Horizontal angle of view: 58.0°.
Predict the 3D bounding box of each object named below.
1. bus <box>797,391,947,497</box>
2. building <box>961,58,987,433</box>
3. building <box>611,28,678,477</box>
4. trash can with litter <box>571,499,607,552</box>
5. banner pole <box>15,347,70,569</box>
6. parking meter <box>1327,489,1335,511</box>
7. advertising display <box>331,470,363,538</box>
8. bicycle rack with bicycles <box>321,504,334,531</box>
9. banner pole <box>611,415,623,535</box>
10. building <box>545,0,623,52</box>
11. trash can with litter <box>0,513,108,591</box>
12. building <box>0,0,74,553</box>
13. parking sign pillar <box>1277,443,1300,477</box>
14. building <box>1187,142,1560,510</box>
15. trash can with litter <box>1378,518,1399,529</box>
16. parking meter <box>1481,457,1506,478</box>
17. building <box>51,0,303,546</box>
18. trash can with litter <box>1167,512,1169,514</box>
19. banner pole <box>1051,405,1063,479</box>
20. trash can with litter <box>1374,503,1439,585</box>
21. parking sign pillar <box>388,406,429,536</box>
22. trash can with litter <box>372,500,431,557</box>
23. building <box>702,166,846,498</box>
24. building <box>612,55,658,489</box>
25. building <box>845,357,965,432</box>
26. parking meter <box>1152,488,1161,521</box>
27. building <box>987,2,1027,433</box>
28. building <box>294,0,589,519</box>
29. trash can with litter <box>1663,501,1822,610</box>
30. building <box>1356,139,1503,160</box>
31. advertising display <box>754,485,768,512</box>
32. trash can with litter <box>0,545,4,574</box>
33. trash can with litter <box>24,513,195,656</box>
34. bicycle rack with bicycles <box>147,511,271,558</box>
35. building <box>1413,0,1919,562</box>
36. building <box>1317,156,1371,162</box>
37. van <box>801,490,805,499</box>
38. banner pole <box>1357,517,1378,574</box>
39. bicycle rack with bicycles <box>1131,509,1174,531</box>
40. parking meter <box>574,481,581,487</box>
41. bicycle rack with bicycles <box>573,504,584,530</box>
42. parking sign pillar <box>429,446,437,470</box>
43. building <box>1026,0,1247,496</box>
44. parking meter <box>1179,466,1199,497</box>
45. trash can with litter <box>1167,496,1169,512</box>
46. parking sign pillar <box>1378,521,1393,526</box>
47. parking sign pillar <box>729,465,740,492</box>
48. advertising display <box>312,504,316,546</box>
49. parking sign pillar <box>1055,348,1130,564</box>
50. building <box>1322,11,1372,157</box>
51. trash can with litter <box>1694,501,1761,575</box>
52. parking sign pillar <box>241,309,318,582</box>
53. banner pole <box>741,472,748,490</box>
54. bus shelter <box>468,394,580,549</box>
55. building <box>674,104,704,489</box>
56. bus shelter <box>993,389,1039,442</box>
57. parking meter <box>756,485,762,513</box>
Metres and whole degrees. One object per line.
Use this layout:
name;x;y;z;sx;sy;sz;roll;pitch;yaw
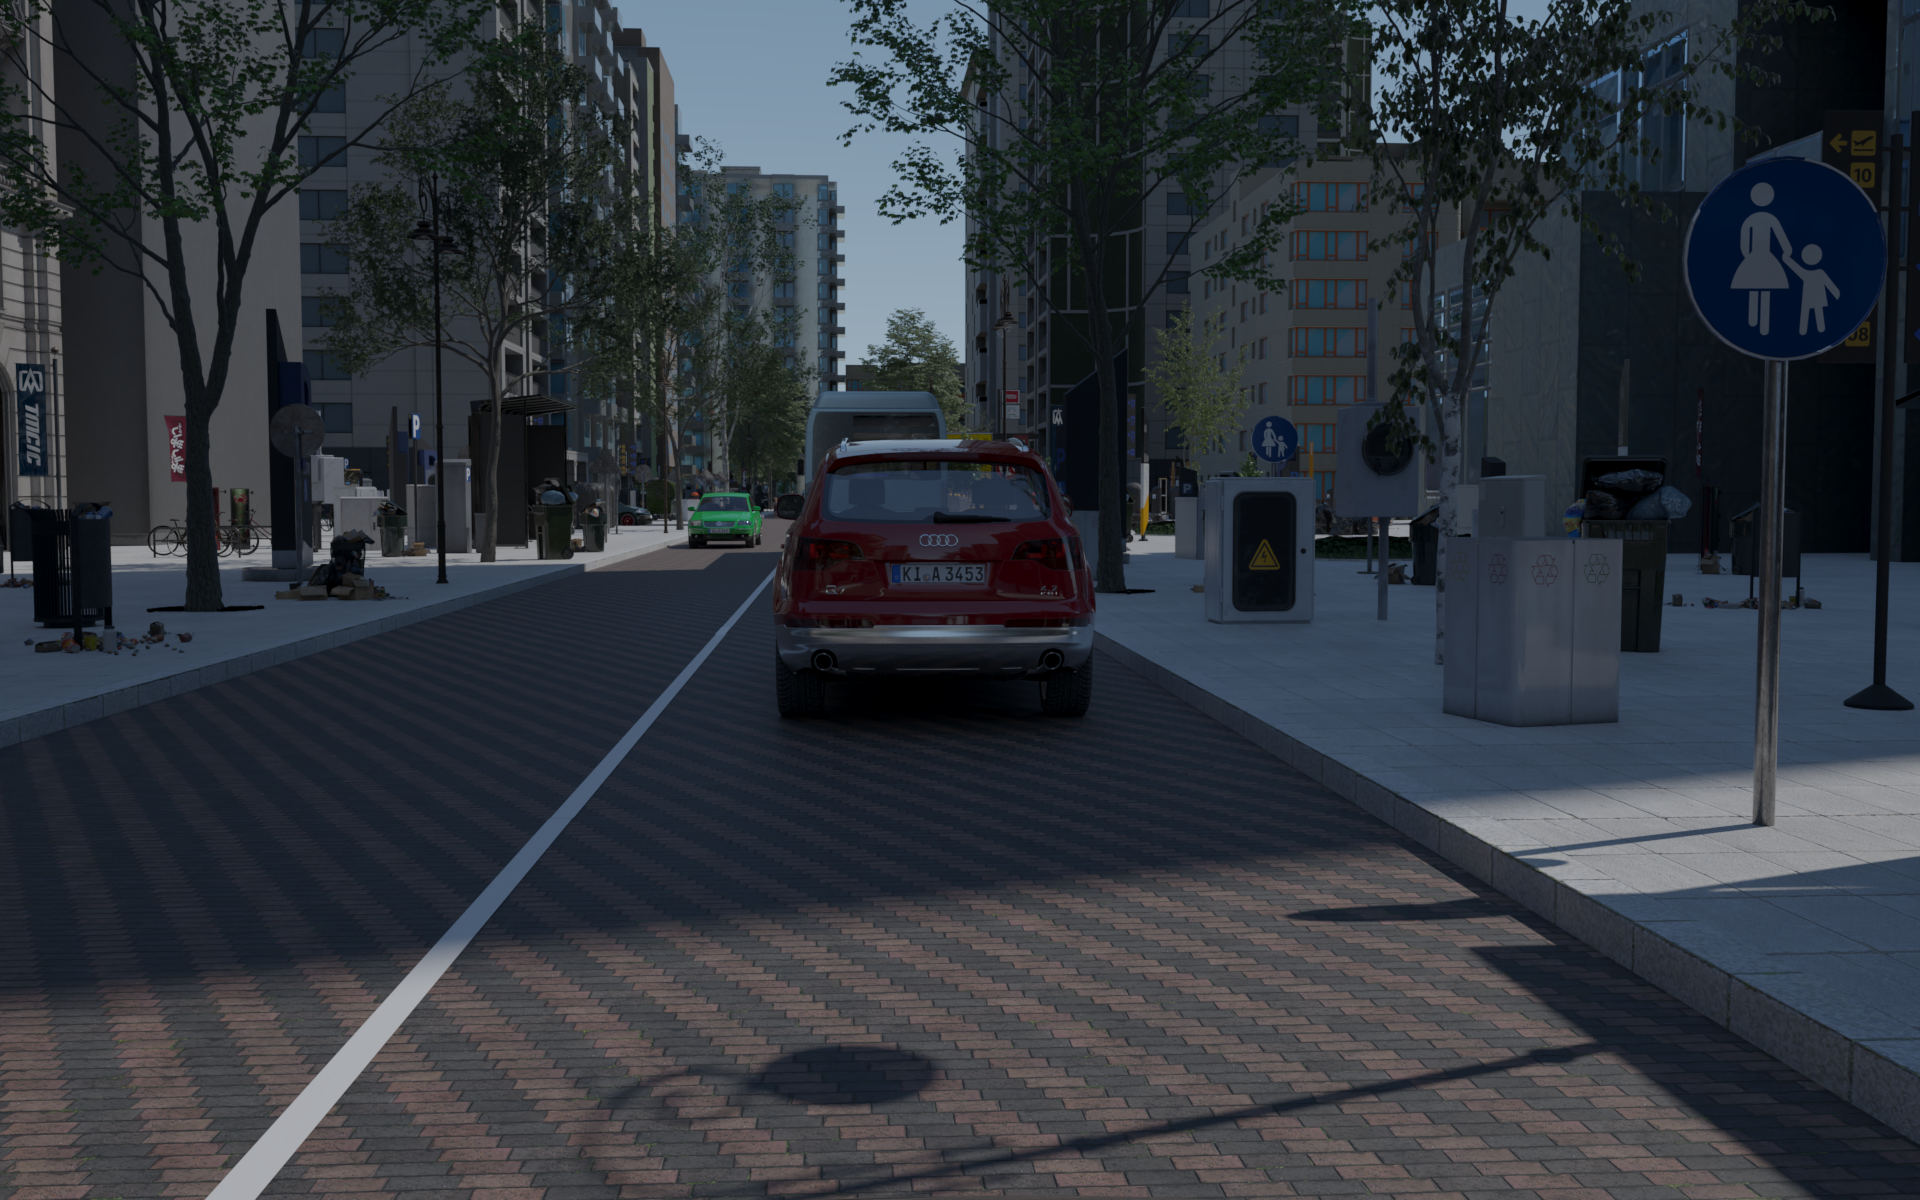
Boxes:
bus;-2.090;-2.616;37.636;2.948;3.499;13.247;0;4;-5
building;14.872;-37.583;203.718;28.713;52.752;27.495;0;4;-4
building;-35.649;-31.857;170.969;14.600;45.320;14.200;0;4;-4
trash can with litter;-8.318;-1.642;38.228;1.055;1.170;0.624;1;4;20
banner pole;-15.547;-2.408;29.383;0.401;3.779;0.863;3;5;43
parking meter;17.490;-4.484;81.726;0.372;1.533;0.369;0;3;0
advertising display;-16.600;-2.549;46.894;0.974;1.923;0.123;1;4;18
bicycle rack with bicycles;-22.392;-2.865;60.221;2.852;0.926;2.925;-3;5;-44
banner pole;-10.834;-3.962;54.788;0.401;3.779;0.863;-1;4;-22
building;-37.639;-31.296;131.300;23.786;49.044;30.456;0;4;-4
trash can with litter;-13.334;-0.792;24.000;2.233;1.210;1.678;-3;5;-44
building;-25.647;-11.353;27.418;13.314;21.916;24.055;0;4;-4
parking sign pillar;12.478;-4.728;65.777;1.447;3.967;1.447;-1;4;-9
building;30.816;-15.894;104.914;28.899;21.520;27.650;0;4;-4
trash can with litter;15.086;-3.262;64.391;1.678;1.210;2.233;-2;4;-33
parking meter;8.295;-1.300;26.974;0.255;1.863;0.399;-1;4;-9
building;-32.341;-15.576;48.171;24.014;27.812;14.314;0;4;-4
trash can with litter;14.302;-6.264;113.471;2.233;1.210;1.678;1;4;20
banner pole;2.560;-3.238;42.966;0.863;3.779;0.401;-3;4;-38
trash can with litter;6.400;-0.803;24.511;1.055;1.170;0.624;2;4;30
parking sign pillar;-17.482;-4.001;53.893;1.447;3.967;1.447;-2;4;-24
trash can with litter;-11.434;-1.473;35.468;0.624;1.170;1.055;3;5;41
building;-32.174;-38.894;255.518;30.456;49.044;23.786;0;4;-4
building;-35.407;-28.952;156.961;14.154;41.232;14.086;0;4;-4
building;-2.704;-25.405;260.405;28.899;21.520;27.650;0;4;-4
parking meter;7.874;-3.727;69.340;0.372;1.533;0.369;0;3;0
building;13.264;-38.750;175.567;21.231;58.520;28.212;0;4;-4
building;-32.316;-40.317;97.437;20.563;71.187;20.611;0;4;-4
trash can with litter;8.850;-0.531;19.735;2.233;1.210;1.678;0;4;7
building;56.772;-34.443;213.253;14.200;45.320;14.600;0;4;-4
advertising display;-14.345;-7.329;125.050;0.974;1.923;0.123;-1;4;-21
trash can with litter;-8.626;-0.193;14.551;1.055;1.170;0.624;0;4;4
trash can with litter;-7.101;-0.227;14.774;1.678;1.210;2.233;0;4;0
bicycle rack with bicycles;-15.431;-1.371;35.801;2.925;0.926;2.852;0;4;5
building;24.638;-43.891;30.293;22.319;86.520;31.000;0;4;-4
building;41.633;-32.268;211.175;14.086;41.232;14.154;0;4;-4
van;-13.636;-9.159;156.753;2.013;2.044;4.112;0;4;-4
banner pole;6.682;-2.326;28.054;0.401;3.779;0.863;1;4;19
bicycle rack with bicycles;5.751;-2.753;58.387;2.925;0.926;2.852;0;4;8
parking meter;-17.008;-4.369;77.150;0.255;1.863;0.399;1;4;15
bicycle rack with bicycles;-14.291;-2.926;61.226;2.852;0.926;2.925;-1;4;-20
parking sign pillar;-23.389;-5.366;76.210;1.447;3.967;1.447;1;4;20
building;14.045;-42.295;129.780;20.563;71.187;20.611;0;4;-4
parking meter;4.806;-1.877;36.407;0.399;1.863;0.255;1;4;18
trash can with litter;13.744;-6.403;116.080;1.055;1.170;0.624;-2;4;-31
parking sign pillar;16.704;-4.970;69.725;1.447;3.967;1.447;-2;4;-26
parking sign pillar;-18.225;-9.157;138.194;1.447;3.967;1.447;-1;4;-18
advertising display;-16.212;-2.294;42.721;0.974;1.923;0.123;2;4;31
parking sign pillar;2.425;-2.662;31.996;1.447;3.967;1.447;-2;4;-26
building;50.687;-50.222;259.376;20.611;71.187;20.563;0;4;-4
trash can with litter;12.267;-0.988;27.548;1.055;1.170;0.624;1;4;22
parking sign pillar;-10.022;-2.291;25.927;1.447;3.967;1.447;-1;4;-13
banner pole;-17.356;-9.166;139.887;0.863;3.779;0.401;-3;5;-43
bus shelter;-10.879;-3.203;43.654;1.731;3.624;6.357;0;4;-4
building;-46.622;-35.582;201.371;30.456;49.044;23.786;0;4;-4
bus shelter;1.399;-5.274;63.858;2.179;5.291;8.768;0;4;-4
parking meter;-13.532;-6.765;116.325;0.255;1.863;0.399;-3;4;-39
